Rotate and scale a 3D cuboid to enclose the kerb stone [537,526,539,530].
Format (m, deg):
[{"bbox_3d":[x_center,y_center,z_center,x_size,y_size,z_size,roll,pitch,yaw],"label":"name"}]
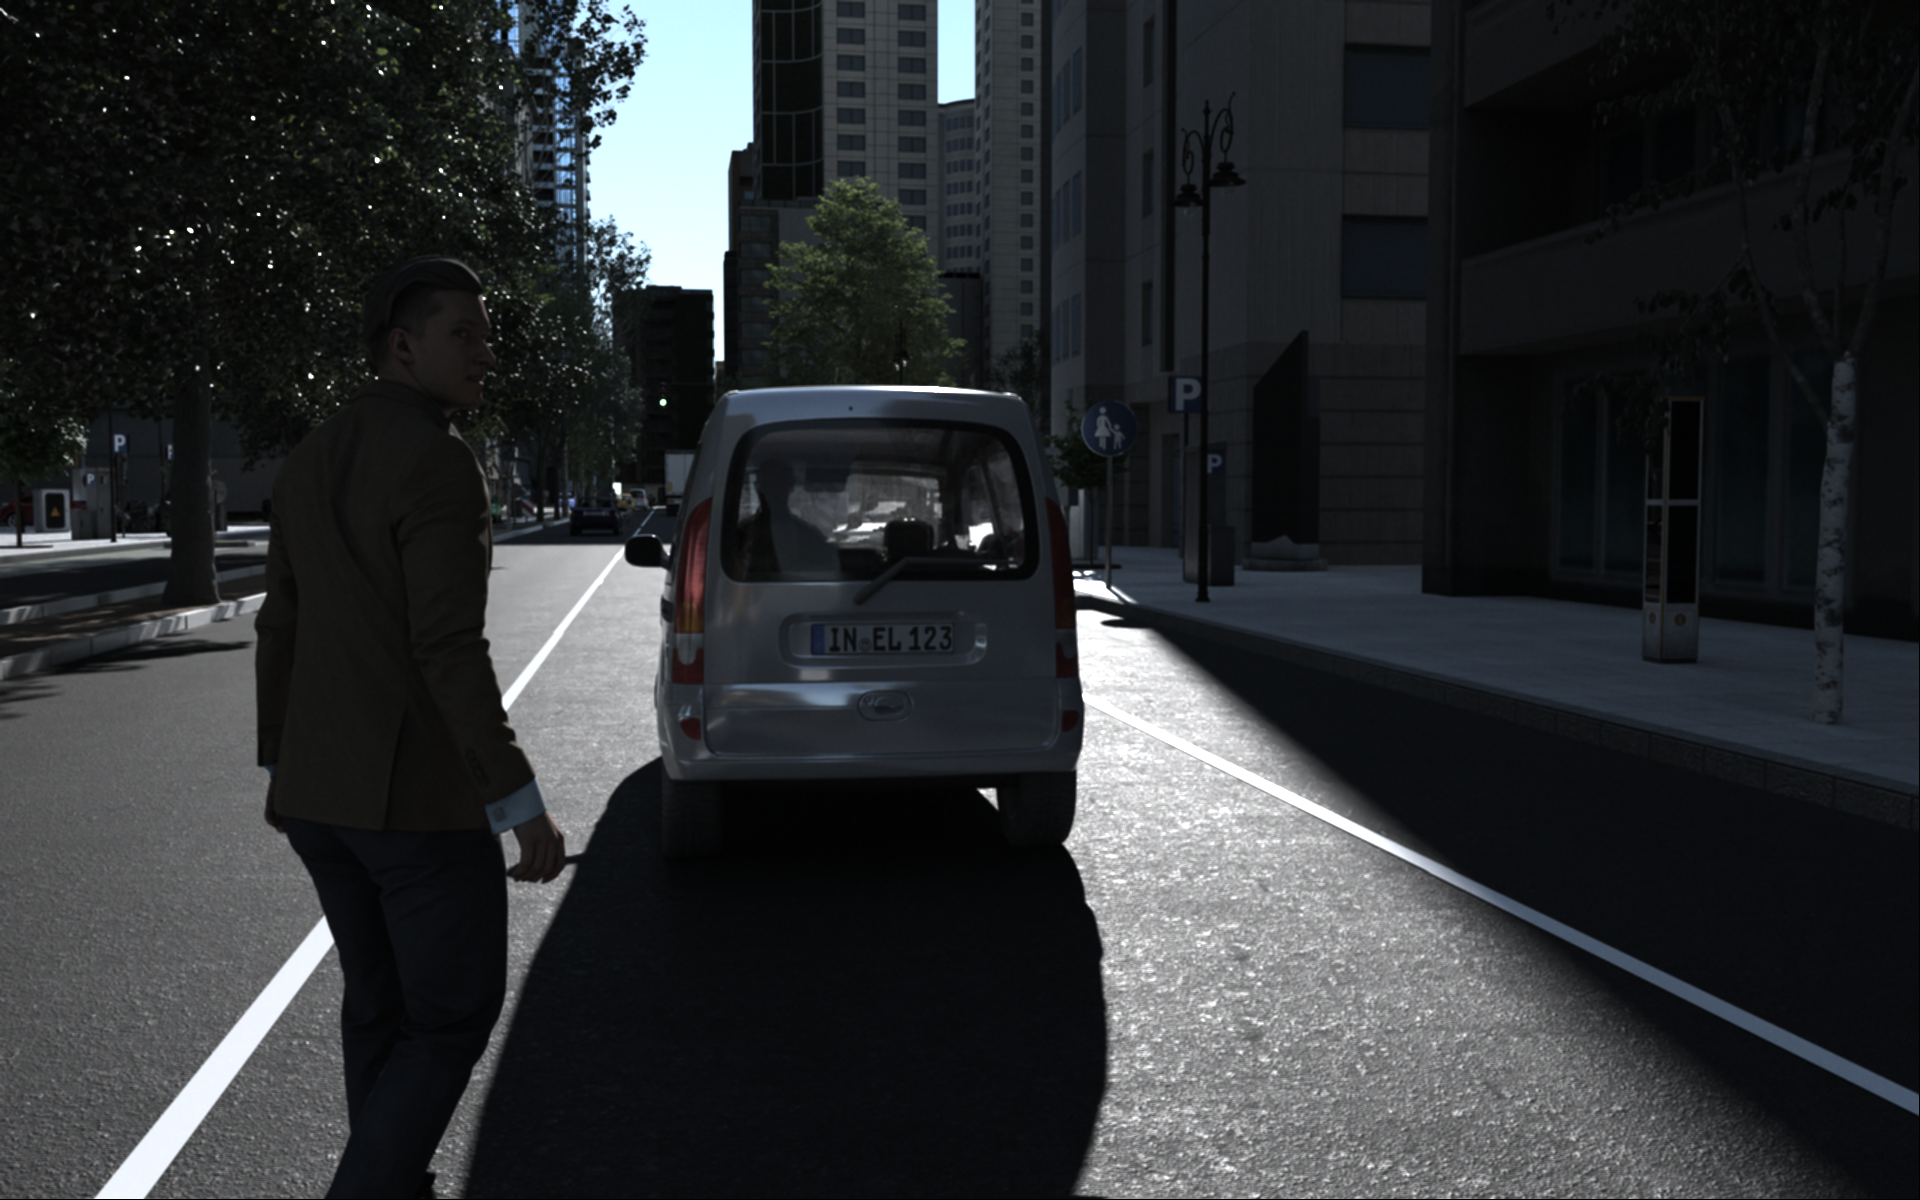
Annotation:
[{"bbox_3d":[-16.582,-2.761,67.447,0.120,0.150,1.000,-1,4,-10],"label":"kerb stone"}]

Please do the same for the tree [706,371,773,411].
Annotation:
[{"bbox_3d":[-17.505,-13.450,145.670,9.928,11.665,9.643,0,3,0],"label":"tree"}]

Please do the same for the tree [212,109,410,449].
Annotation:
[{"bbox_3d":[-11.274,-4.694,29.560,4.737,8.622,4.395,0,3,0],"label":"tree"}]

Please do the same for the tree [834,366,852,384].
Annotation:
[{"bbox_3d":[-5.690,-8.729,93.077,4.360,8.622,3.978,0,3,0],"label":"tree"}]

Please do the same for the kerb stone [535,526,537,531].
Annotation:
[{"bbox_3d":[-16.416,-2.703,66.438,0.120,0.150,1.000,-1,4,-10],"label":"kerb stone"}]

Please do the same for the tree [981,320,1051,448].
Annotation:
[{"bbox_3d":[3.703,-9.693,92.887,7.601,10.594,8.767,1,4,17],"label":"tree"}]

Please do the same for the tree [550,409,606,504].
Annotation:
[{"bbox_3d":[-26.051,-10.068,117.430,4.737,8.622,4.395,0,3,0],"label":"tree"}]

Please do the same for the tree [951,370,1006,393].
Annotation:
[{"bbox_3d":[0.295,-9.390,103.892,4.360,8.622,3.978,0,3,0],"label":"tree"}]

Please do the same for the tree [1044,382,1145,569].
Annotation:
[{"bbox_3d":[2.268,-2.171,30.105,1.663,3.219,1.824,0,3,0],"label":"tree"}]

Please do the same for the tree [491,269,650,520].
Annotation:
[{"bbox_3d":[-21.920,-11.075,93.905,12.009,13.543,11.850,0,3,0],"label":"tree"}]

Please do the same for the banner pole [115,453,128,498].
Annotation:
[{"bbox_3d":[-37.640,-5.362,77.681,0.863,3.779,0.401,1,4,21],"label":"banner pole"}]

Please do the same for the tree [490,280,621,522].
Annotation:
[{"bbox_3d":[-19.995,-9.441,82.573,9.928,11.665,9.643,0,3,0],"label":"tree"}]

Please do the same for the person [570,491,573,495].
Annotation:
[{"bbox_3d":[-38.912,-10.020,173.011,0.721,1.739,1.217,-1,4,-17],"label":"person"}]

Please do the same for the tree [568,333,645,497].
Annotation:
[{"bbox_3d":[-29.424,-13.941,137.053,9.857,13.997,8.962,0,3,0],"label":"tree"}]

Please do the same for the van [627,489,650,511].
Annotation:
[{"bbox_3d":[-27.088,-8.479,145.650,2.013,2.044,4.112,0,4,-8],"label":"van"}]

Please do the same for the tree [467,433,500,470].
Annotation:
[{"bbox_3d":[-39.902,-11.778,142.940,4.737,8.622,4.395,0,3,0],"label":"tree"}]

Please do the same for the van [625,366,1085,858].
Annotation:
[{"bbox_3d":[-0.596,-0.078,8.280,2.013,2.044,4.112,-1,4,-9],"label":"van"}]

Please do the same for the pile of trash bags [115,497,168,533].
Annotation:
[{"bbox_3d":[-26.889,-2.941,57.846,1.912,1.369,3.447,1,4,18],"label":"pile of trash bags"}]

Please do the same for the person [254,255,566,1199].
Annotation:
[{"bbox_3d":[-0.944,0.336,2.922,0.656,1.842,0.836,1,4,8],"label":"person"}]

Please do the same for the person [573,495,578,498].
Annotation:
[{"bbox_3d":[-47.574,-12.588,214.303,0.705,1.826,1.348,1,4,16],"label":"person"}]

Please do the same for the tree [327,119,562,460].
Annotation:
[{"bbox_3d":[-14.639,-7.692,46.355,7.486,12.596,7.792,0,3,0],"label":"tree"}]

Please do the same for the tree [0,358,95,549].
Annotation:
[{"bbox_3d":[-22.599,-3.529,41.418,4.285,4.588,4.351,0,3,0],"label":"tree"}]

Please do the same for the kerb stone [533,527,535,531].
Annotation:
[{"bbox_3d":[-16.241,-2.644,65.431,0.120,0.150,1.000,-1,4,-10],"label":"kerb stone"}]

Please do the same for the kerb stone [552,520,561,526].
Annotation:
[{"bbox_3d":[-18.886,-3.594,81.084,0.120,0.150,1.000,-1,4,-10],"label":"kerb stone"}]

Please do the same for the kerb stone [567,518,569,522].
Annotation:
[{"bbox_3d":[-19.916,-3.973,87.146,0.120,0.150,1.000,-1,4,-10],"label":"kerb stone"}]

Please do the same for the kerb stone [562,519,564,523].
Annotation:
[{"bbox_3d":[-19.236,-3.725,83.098,0.120,0.150,1.000,-1,4,-10],"label":"kerb stone"}]

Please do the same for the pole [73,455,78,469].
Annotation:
[{"bbox_3d":[-38.064,-4.939,74.597,0.158,3.312,0.155,0,3,0],"label":"pole"}]

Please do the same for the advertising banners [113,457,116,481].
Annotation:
[{"bbox_3d":[-40.278,-5.223,81.584,2.074,3.025,0.090,2,4,35],"label":"advertising banners"}]

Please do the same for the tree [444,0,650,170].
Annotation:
[{"bbox_3d":[-16.980,-12.134,56.732,12.611,20.169,13.585,0,3,0],"label":"tree"}]

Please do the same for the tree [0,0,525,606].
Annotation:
[{"bbox_3d":[-9.993,-6.912,22.126,9.857,13.997,8.962,0,3,0],"label":"tree"}]

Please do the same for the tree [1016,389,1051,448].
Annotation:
[{"bbox_3d":[4.614,-10.078,115.141,4.360,8.622,3.978,0,3,0],"label":"tree"}]

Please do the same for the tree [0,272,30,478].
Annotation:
[{"bbox_3d":[-21.058,-5.270,36.535,4.737,8.622,4.395,0,3,0],"label":"tree"}]

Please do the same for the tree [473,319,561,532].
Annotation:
[{"bbox_3d":[-17.170,-6.907,65.743,4.360,8.622,3.978,0,3,0],"label":"tree"}]

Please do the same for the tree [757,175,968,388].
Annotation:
[{"bbox_3d":[-3.452,-8.816,62.273,7.486,12.596,7.792,0,3,0],"label":"tree"}]

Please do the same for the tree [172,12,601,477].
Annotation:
[{"bbox_3d":[-12.890,-7.243,37.891,9.611,12.733,9.660,0,3,0],"label":"tree"}]

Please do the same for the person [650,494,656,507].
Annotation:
[{"bbox_3d":[-34.838,-11.285,196.245,0.697,1.427,0.421,1,4,11],"label":"person"}]

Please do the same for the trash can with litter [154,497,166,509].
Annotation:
[{"bbox_3d":[-28.219,-3.089,61.890,0.624,1.170,1.055,1,4,13],"label":"trash can with litter"}]

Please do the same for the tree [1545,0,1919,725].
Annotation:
[{"bbox_3d":[4.982,-3.626,9.649,4.360,8.622,3.978,0,3,0],"label":"tree"}]

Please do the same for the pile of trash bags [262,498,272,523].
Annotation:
[{"bbox_3d":[-30.833,-4.239,79.058,1.912,1.369,3.447,-1,4,-20],"label":"pile of trash bags"}]

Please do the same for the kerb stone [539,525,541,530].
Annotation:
[{"bbox_3d":[-16.758,-2.827,68.453,0.120,0.150,1.000,-1,4,-10],"label":"kerb stone"}]

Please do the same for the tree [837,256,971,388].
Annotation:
[{"bbox_3d":[-1.912,-6.294,53.267,4.737,8.622,4.395,0,3,0],"label":"tree"}]

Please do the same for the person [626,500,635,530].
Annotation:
[{"bbox_3d":[-12.971,-3.353,68.337,0.382,1.210,0.505,-1,4,-22],"label":"person"}]

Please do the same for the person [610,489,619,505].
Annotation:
[{"bbox_3d":[-24.218,-6.887,121.197,0.616,1.811,0.778,1,4,14],"label":"person"}]

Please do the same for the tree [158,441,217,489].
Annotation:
[{"bbox_3d":[-24.705,-3.700,55.099,1.663,3.219,1.824,0,3,0],"label":"tree"}]

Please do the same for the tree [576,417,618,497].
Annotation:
[{"bbox_3d":[-30.506,-11.713,144.330,4.360,8.622,3.978,0,3,0],"label":"tree"}]
